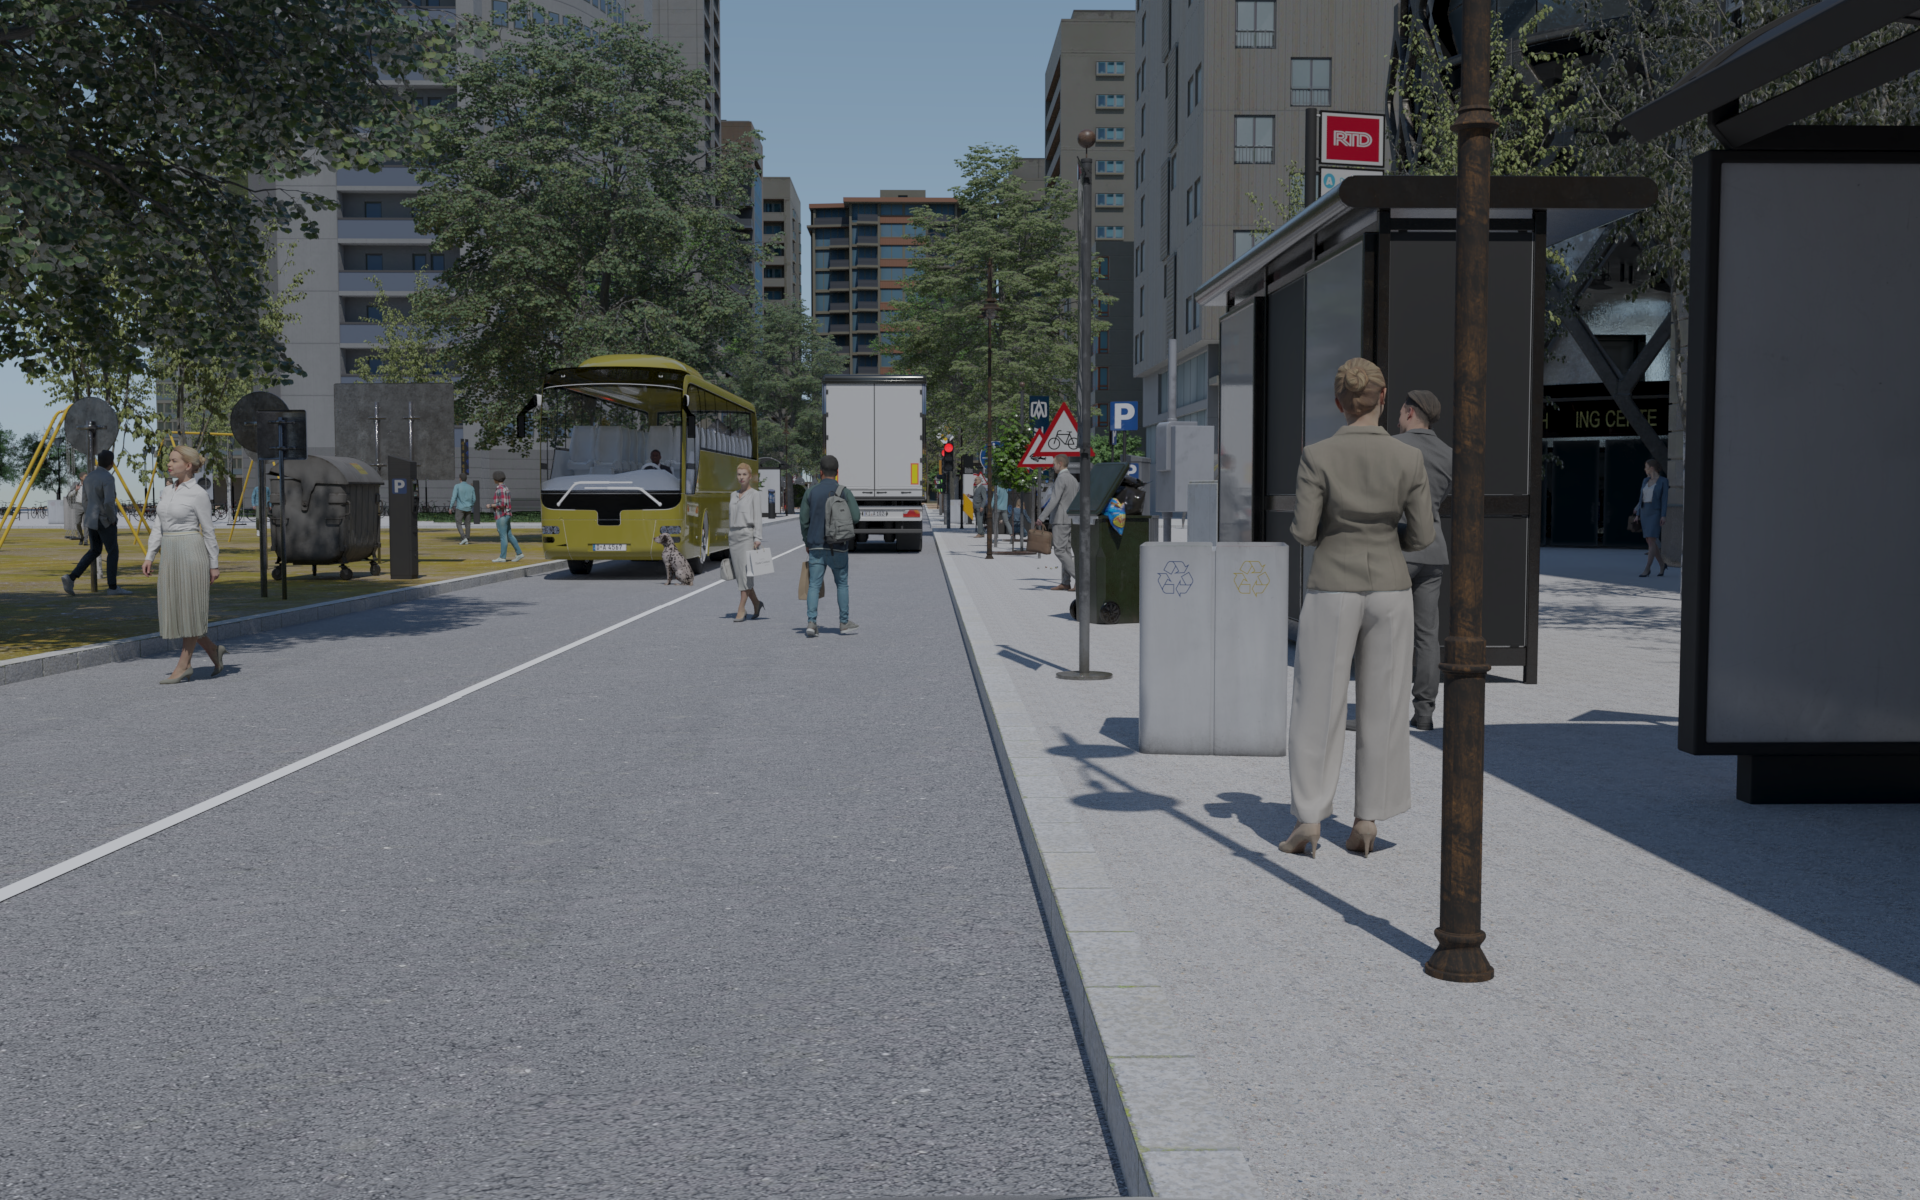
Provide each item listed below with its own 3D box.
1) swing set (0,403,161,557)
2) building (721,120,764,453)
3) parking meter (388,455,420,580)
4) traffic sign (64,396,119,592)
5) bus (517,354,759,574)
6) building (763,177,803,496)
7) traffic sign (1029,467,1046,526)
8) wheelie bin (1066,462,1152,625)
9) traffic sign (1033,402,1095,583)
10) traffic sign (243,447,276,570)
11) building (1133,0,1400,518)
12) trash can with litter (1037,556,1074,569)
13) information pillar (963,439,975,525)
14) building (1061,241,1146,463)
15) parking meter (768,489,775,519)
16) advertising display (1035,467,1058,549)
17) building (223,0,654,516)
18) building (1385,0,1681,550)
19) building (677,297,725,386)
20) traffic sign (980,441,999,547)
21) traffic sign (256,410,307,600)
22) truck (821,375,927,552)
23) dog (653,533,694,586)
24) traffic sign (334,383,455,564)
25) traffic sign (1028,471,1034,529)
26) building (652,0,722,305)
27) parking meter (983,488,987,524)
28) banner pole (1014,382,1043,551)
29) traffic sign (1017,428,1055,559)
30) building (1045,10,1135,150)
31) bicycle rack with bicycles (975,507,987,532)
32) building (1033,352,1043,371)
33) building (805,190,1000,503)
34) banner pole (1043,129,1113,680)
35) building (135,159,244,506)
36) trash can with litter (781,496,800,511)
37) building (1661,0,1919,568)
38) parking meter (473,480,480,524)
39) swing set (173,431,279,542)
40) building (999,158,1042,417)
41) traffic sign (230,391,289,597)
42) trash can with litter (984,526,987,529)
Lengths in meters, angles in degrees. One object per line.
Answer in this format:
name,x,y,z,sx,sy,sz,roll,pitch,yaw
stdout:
swing set,-15.885,-2.040,30.978,2.862,2.851,3.119,-2,4,-31
building,-30.818,-33.872,203.920,14.200,45.320,14.600,0,4,-1
parking meter,-8.362,-1.244,26.059,0.399,1.863,0.255,0,4,5
traffic sign,-11.355,-1.378,22.641,0.768,2.556,0.104,0,4,8
bus,-5.847,-2.609,34.201,2.896,3.916,12.252,0,4,-1
building,-34.183,-38.351,250.738,21.600,48.544,21.300,0,4,-1
traffic sign,1.745,-2.324,38.104,0.768,2.556,0.104,0,4,1
wheelie bin,1.494,-0.576,17.330,0.693,1.594,0.980,-2,4,-26
traffic sign,1.473,-1.502,24.566,0.884,2.594,0.081,0,4,5
traffic sign,-11.766,-1.784,29.267,0.768,2.556,0.104,0,4,8
building,24.190,-30.953,95.325,27.495,52.752,28.713,0,4,-1
trash can with litter,2.361,-1.105,29.128,1.678,1.210,2.233,-1,4,-17
information pillar,0.356,-4.969,72.590,0.504,3.616,0.183,-3,4,-36
building,22.768,-17.636,133.389,27.650,21.520,28.899,0,4,-1
parking meter,-9.735,-4.962,89.546,0.372,1.533,0.369,0,3,0
advertising display,2.034,-2.164,40.593,0.123,1.923,0.974,-2,4,-24
building,-32.711,-34.933,113.161,21.231,58.520,28.212,0,4,-1
building,19.649,-10.852,44.889,16.820,18.784,16.811,0,4,-1
building,-37.262,-19.318,160.891,27.650,21.520,28.899,0,4,-1
traffic sign,0.861,-2.542,41.660,0.768,2.556,0.104,0,4,0
traffic sign,-8.214,-1.154,21.005,0.606,2.300,0.079,0,4,1
truck,-2.217,-3.511,46.318,2.839,4.237,11.283,0,4,-2
dog,-4.402,-0.631,27.152,0.513,0.831,0.800,-3,4,-36
traffic sign,-10.369,-2.317,31.757,2.265,3.308,0.079,0,4,5
traffic sign,1.911,-2.770,45.390,0.768,2.556,0.104,0,4,6
building,-33.927,-45.632,184.339,20.563,71.187,20.611,0,4,-1
parking meter,1.067,-3.972,73.352,0.372,1.533,0.369,0,3,0
banner pole,1.613,-2.983,38.794,0.863,3.779,0.401,-1,4,-11
traffic sign,1.576,-2.101,34.355,0.884,2.594,0.081,0,4,6
building,19.744,-33.507,171.537,21.300,48.544,21.600,0,4,-1
bicycle rack with bicycles,1.609,-2.814,59.397,2.852,0.926,2.925,0,4,4
building,22.893,-21.624,198.587,27.650,21.520,28.899,0,4,-1
building,-8.931,-36.530,251.892,28.867,44.769,22.147,0,4,-1
banner pole,0.831,-1.330,11.767,0.401,3.779,0.863,1,4,9
building,-74.501,-30.747,194.596,23.993,40.220,32.217,0,4,-1
trash can with litter,-13.794,-8.298,146.726,2.233,1.210,1.678,0,4,-3
building,18.389,-13.504,18.051,12.463,27.353,25.104,0,4,-1
parking meter,-20.540,-4.151,73.579,0.255,1.863,0.399,-1,4,-12
swing set,-19.086,-2.853,44.271,2.862,2.851,3.119,2,4,29
building,16.297,-38.446,252.293,21.600,48.544,21.300,0,4,-1
traffic sign,-8.657,-1.307,21.471,0.768,2.556,0.104,0,4,0
trash can with litter,1.742,-3.246,64.135,2.233,1.210,1.678,-1,4,-14
